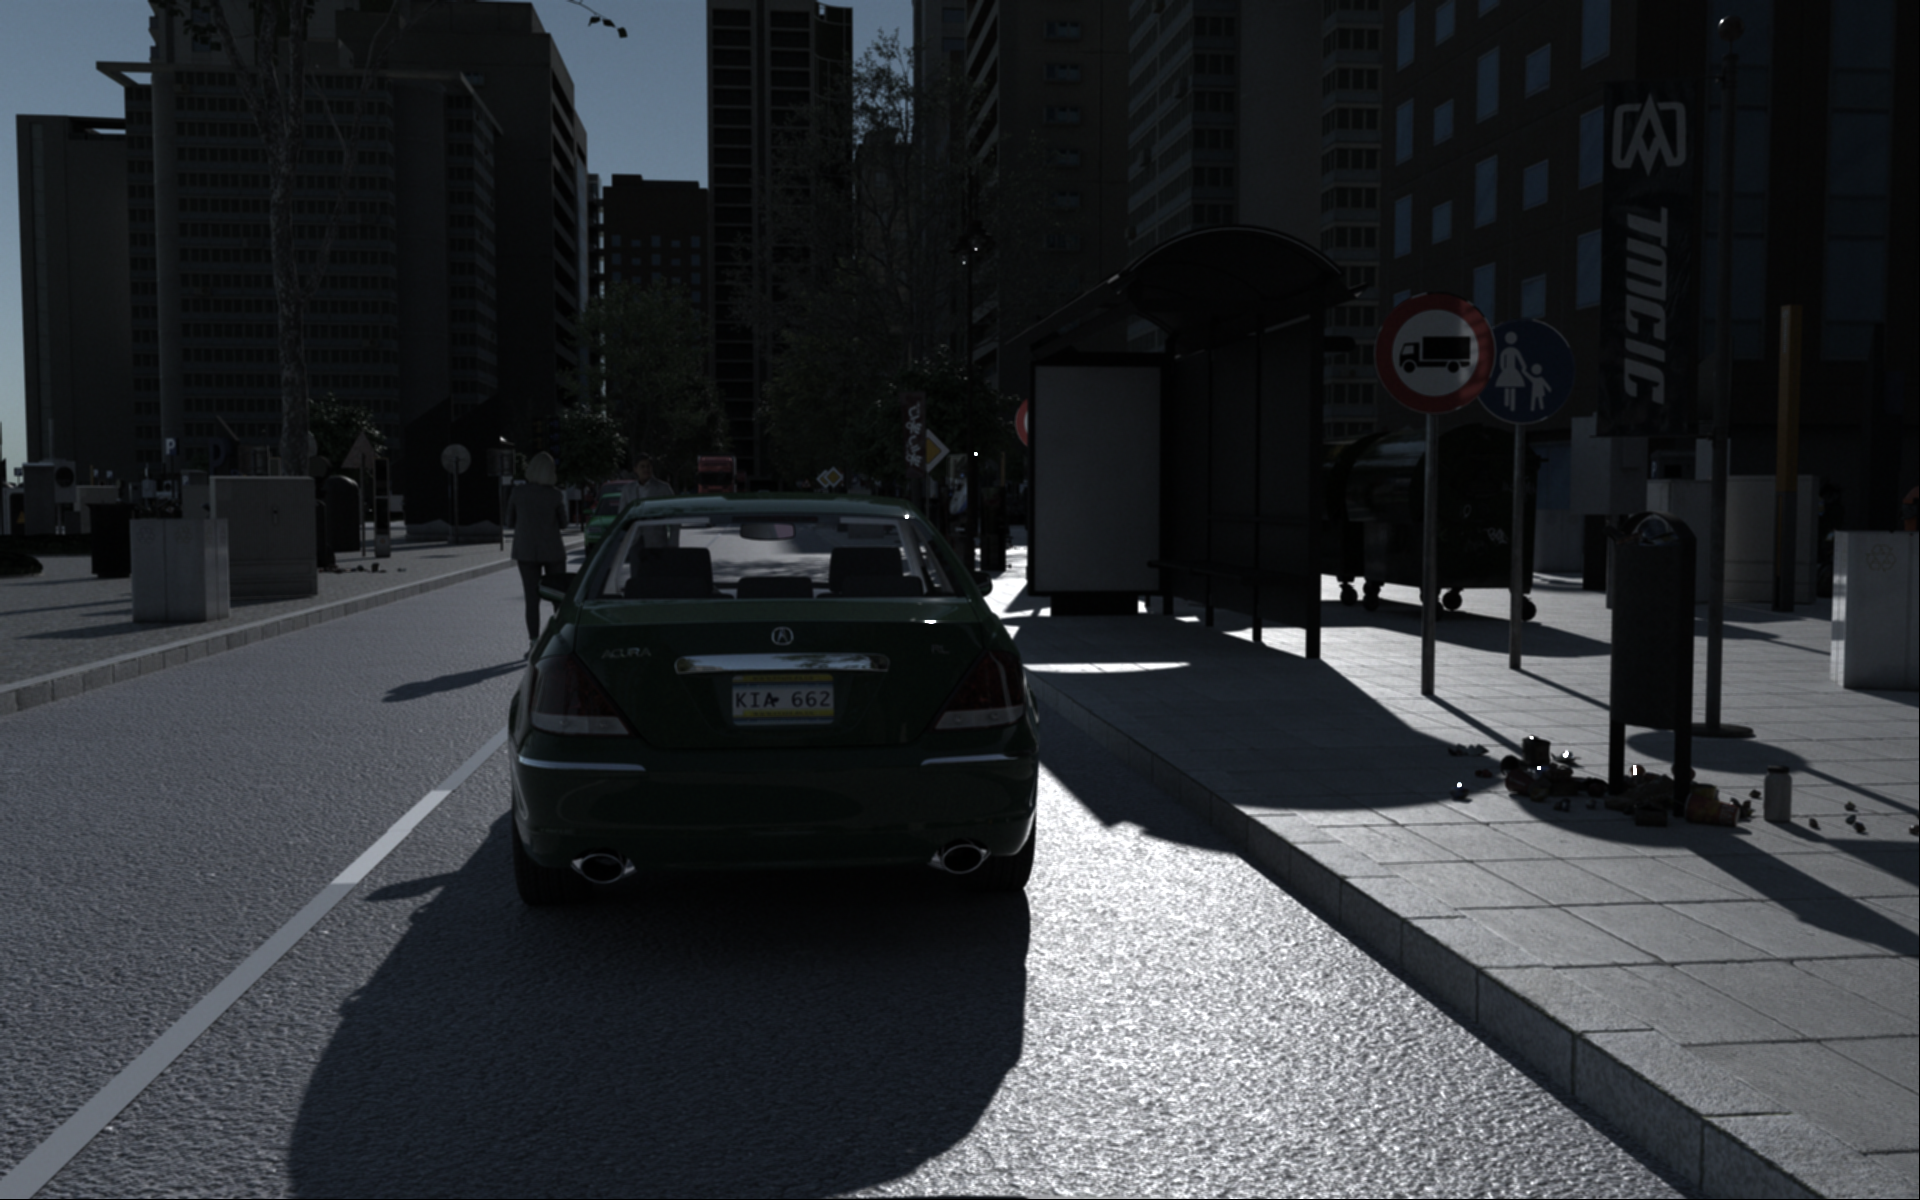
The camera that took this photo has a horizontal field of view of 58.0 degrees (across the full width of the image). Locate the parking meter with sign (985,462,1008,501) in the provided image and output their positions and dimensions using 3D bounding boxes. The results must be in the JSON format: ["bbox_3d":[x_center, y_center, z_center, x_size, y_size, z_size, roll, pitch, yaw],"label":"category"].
[{"bbox_3d":[2.168,-5.881,92.414,1.738,3.016,0.543,1,4,17],"label":"parking meter with sign"}]

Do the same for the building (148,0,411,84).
[{"bbox_3d":[-71.285,-39.557,188.762,28.212,58.520,21.231,0,4,-6],"label":"building"}]

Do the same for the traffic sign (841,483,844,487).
[{"bbox_3d":[-6.755,-6.142,101.611,0.795,2.450,0.064,0,4,1],"label":"traffic sign"}]

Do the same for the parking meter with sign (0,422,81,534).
[{"bbox_3d":[-22.471,-2.815,42.285,1.738,3.016,0.543,-2,4,-29],"label":"parking meter with sign"}]

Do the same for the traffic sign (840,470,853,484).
[{"bbox_3d":[-6.046,-5.608,91.802,0.768,2.556,0.104,0,4,-4],"label":"traffic sign"}]

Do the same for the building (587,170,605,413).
[{"bbox_3d":[-65.650,-38.498,249.047,30.456,49.044,23.786,0,4,-6],"label":"building"}]

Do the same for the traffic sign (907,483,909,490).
[{"bbox_3d":[-1.880,-3.841,62.900,0.768,2.556,0.104,0,4,3],"label":"traffic sign"}]

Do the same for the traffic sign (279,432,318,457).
[{"bbox_3d":[-12.849,-2.050,33.628,0.768,2.556,0.104,0,4,3],"label":"traffic sign"}]

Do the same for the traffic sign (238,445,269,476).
[{"bbox_3d":[-14.822,-2.094,36.369,0.606,2.300,0.079,0,4,-6],"label":"traffic sign"}]

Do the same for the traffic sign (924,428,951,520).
[{"bbox_3d":[-0.560,-1.785,30.366,0.795,2.450,0.064,0,4,-4],"label":"traffic sign"}]

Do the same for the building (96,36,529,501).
[{"bbox_3d":[-54.171,-28.133,151.857,32.217,40.220,23.993,0,4,-6],"label":"building"}]

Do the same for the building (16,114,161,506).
[{"bbox_3d":[-92.973,-30.998,190.415,14.086,41.232,14.154,0,4,-6],"label":"building"}]

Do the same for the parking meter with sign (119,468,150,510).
[{"bbox_3d":[-55.464,-7.352,116.463,1.738,3.016,0.543,-3,5,-45],"label":"parking meter with sign"}]

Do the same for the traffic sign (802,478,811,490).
[{"bbox_3d":[-12.272,-8.487,138.758,0.884,2.594,0.081,0,4,2],"label":"traffic sign"}]

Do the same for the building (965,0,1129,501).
[{"bbox_3d":[12.194,-31.346,136.216,21.300,48.544,21.600,0,4,-6],"label":"building"}]

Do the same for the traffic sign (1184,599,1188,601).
[{"bbox_3d":[2.737,-1.265,20.794,0.768,2.556,0.104,0,4,1],"label":"traffic sign"}]

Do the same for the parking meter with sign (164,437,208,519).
[{"bbox_3d":[-23.931,-3.545,54.216,0.543,3.016,1.738,2,4,27],"label":"parking meter with sign"}]

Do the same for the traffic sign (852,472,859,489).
[{"bbox_3d":[-6.090,-6.008,98.338,0.768,2.556,0.104,0,4,-3],"label":"traffic sign"}]

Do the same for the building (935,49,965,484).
[{"bbox_3d":[5.106,-31.984,173.042,14.600,45.320,14.200,0,4,-6],"label":"building"}]

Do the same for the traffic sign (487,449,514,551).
[{"bbox_3d":[-10.368,-2.264,39.139,0.606,2.300,0.079,0,4,0],"label":"traffic sign"}]

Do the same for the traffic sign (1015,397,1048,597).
[{"bbox_3d":[1.058,-1.310,21.524,0.768,2.556,0.104,0,4,-6],"label":"traffic sign"}]

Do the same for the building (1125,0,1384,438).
[{"bbox_3d":[23.287,-25.049,101.438,23.993,40.220,32.217,0,4,-6],"label":"building"}]

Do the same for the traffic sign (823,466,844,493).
[{"bbox_3d":[-4.541,-3.581,62.195,0.795,2.450,0.064,0,4,-6],"label":"traffic sign"}]

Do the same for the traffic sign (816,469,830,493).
[{"bbox_3d":[-5.443,-4.066,70.129,0.795,2.450,0.064,0,4,-6],"label":"traffic sign"}]

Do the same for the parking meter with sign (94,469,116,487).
[{"bbox_3d":[-60.631,-7.735,122.732,0.543,3.016,1.738,1,4,12],"label":"parking meter with sign"}]

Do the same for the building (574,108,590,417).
[{"bbox_3d":[-49.814,-33.363,195.603,14.200,45.320,14.600,0,4,-6],"label":"building"}]

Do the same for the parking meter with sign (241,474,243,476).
[{"bbox_3d":[-51.927,-8.013,127.269,1.738,3.016,0.543,0,4,-5],"label":"parking meter with sign"}]

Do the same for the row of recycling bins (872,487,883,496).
[{"bbox_3d":[-6.189,-8.419,144.767,3.534,1.692,1.069,2,4,29],"label":"row of recycling bins"}]

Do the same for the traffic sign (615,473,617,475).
[{"bbox_3d":[-20.467,-6.304,103.079,0.884,2.594,0.081,0,4,3],"label":"traffic sign"}]

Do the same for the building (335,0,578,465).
[{"bbox_3d":[-50.706,-33.721,175.040,21.300,48.544,21.600,0,4,-6],"label":"building"}]

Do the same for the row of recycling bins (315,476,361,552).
[{"bbox_3d":[-14.534,-2.004,39.875,1.069,1.692,3.534,-2,4,-30],"label":"row of recycling bins"}]

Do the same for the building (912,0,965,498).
[{"bbox_3d":[5.279,-39.902,194.390,21.231,58.520,28.212,0,4,-6],"label":"building"}]

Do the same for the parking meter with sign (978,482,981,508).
[{"bbox_3d":[0.949,-6.960,110.049,1.738,3.016,0.543,-2,4,-24],"label":"parking meter with sign"}]

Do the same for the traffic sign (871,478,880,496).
[{"bbox_3d":[-3.404,-4.272,71.038,0.795,2.450,0.064,0,4,3],"label":"traffic sign"}]

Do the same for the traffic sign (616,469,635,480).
[{"bbox_3d":[-13.388,-4.013,69.251,0.795,2.450,0.064,0,4,-6],"label":"traffic sign"}]

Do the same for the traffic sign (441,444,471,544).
[{"bbox_3d":[-12.811,-2.686,44.028,0.768,2.556,0.104,0,4,3],"label":"traffic sign"}]

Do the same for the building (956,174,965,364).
[{"bbox_3d":[6.415,-23.714,159.426,14.160,30.474,14.107,0,4,-6],"label":"building"}]

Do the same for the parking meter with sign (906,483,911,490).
[{"bbox_3d":[-4.156,-8.054,127.939,1.738,3.016,0.543,-2,4,-24],"label":"parking meter with sign"}]

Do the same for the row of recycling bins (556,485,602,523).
[{"bbox_3d":[-16.592,-4.331,77.930,3.534,1.692,1.069,-2,4,-24],"label":"row of recycling bins"}]

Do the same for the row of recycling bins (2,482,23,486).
[{"bbox_3d":[-32.606,-3.139,58.428,3.534,1.692,1.069,1,4,14],"label":"row of recycling bins"}]

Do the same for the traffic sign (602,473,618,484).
[{"bbox_3d":[-12.487,-3.527,61.316,0.795,2.450,0.064,0,4,-6],"label":"traffic sign"}]

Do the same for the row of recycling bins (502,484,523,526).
[{"bbox_3d":[-18.097,-3.861,70.248,1.069,1.692,3.534,-2,4,-27],"label":"row of recycling bins"}]

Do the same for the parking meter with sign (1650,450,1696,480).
[{"bbox_3d":[12.388,-2.070,30.114,1.738,3.016,0.543,0,4,6],"label":"parking meter with sign"}]

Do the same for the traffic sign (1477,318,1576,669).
[{"bbox_3d":[4.082,-0.768,12.658,0.768,2.556,0.104,0,4,-1],"label":"traffic sign"}]

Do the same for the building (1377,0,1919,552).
[{"bbox_3d":[19.368,-23.917,41.150,14.600,45.320,14.200,0,4,-6],"label":"building"}]

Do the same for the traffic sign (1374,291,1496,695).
[{"bbox_3d":[2.995,-0.667,11.014,0.768,2.556,0.104,0,4,1],"label":"traffic sign"}]

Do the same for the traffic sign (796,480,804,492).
[{"bbox_3d":[-13.121,-8.722,142.705,0.768,2.556,0.104,0,4,-3],"label":"traffic sign"}]

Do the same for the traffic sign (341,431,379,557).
[{"bbox_3d":[-12.245,-2.171,35.501,0.884,2.594,0.081,0,4,-2],"label":"traffic sign"}]
